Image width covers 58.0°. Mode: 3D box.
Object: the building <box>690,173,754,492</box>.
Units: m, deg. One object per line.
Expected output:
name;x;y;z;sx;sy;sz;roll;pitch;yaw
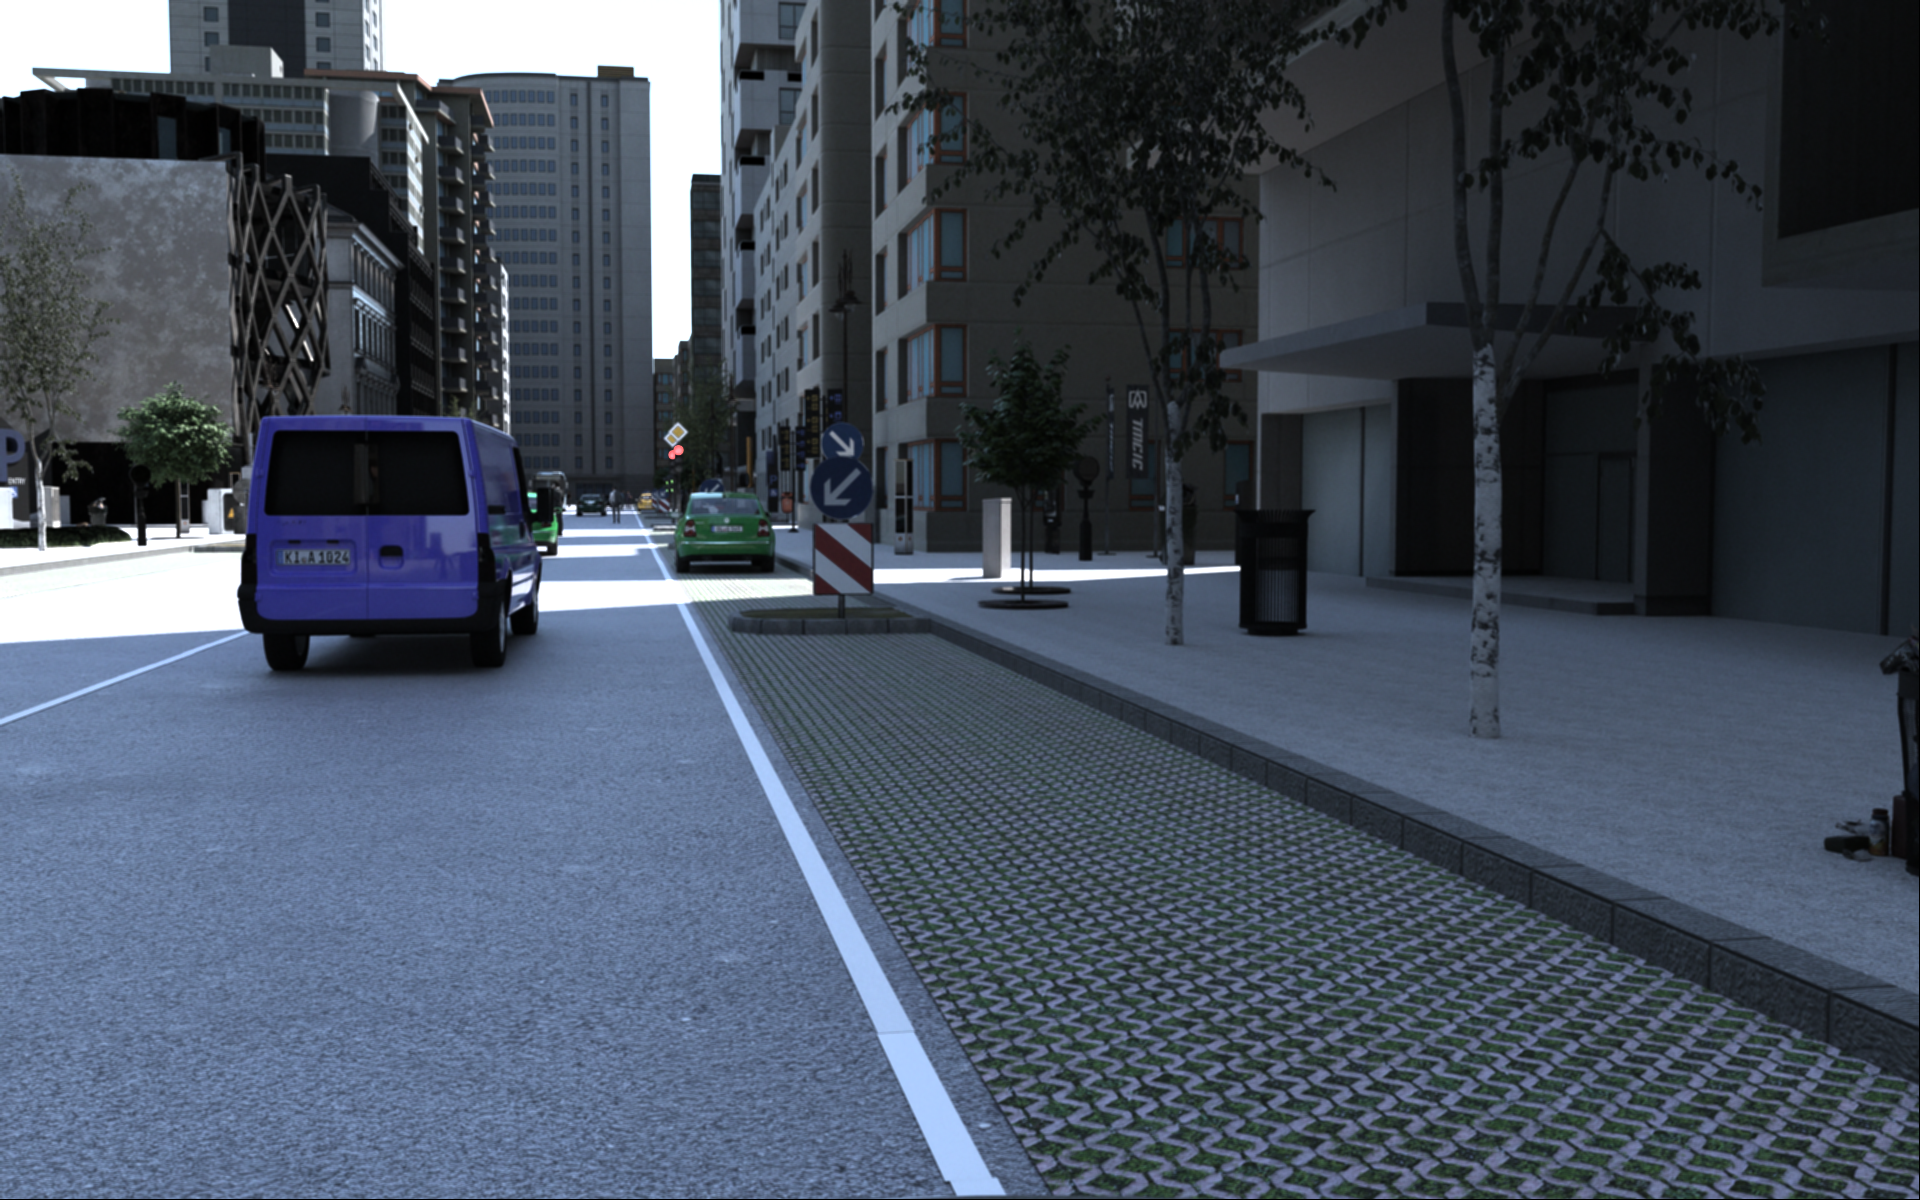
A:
building;-17.791;-23.730;159.686;14.160;30.474;14.107;-1;4;-11

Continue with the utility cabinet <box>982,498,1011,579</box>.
utility cabinet;0.565;-0.954;26.759;0.306;1.237;1.020;1;4;10

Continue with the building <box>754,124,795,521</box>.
building;4.264;-15.283;94.914;28.899;21.520;27.650;-1;4;-11

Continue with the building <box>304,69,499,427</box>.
building;-60.570;-32.243;181.797;22.147;44.769;28.867;-1;4;-11

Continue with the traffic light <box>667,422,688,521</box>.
traffic light;-10.969;-4.799;67.391;0.839;4.253;0.868;-1;4;-11

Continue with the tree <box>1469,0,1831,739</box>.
tree;2.891;-3.567;8.690;4.360;8.622;3.978;0;3;0

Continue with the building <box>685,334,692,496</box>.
building;-14.083;-20.642;182.531;27.650;21.520;28.899;-1;4;-11

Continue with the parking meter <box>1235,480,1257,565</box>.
parking meter;5.177;-1.404;31.374;0.372;1.533;0.369;0;3;0

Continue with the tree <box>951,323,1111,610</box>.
tree;0.661;-1.539;19.769;1.663;3.219;1.824;0;3;0

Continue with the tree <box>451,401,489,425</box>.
tree;-38.740;-11.394;136.660;4.360;8.622;3.978;0;3;0

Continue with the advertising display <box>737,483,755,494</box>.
advertising display;-12.105;-5.672;97.945;0.974;1.923;0.123;0;4;1

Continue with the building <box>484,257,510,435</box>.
building;-62.108;-26.832;210.402;14.107;30.474;14.160;-1;4;-11

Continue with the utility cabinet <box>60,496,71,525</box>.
utility cabinet;-37.597;-3.723;72.033;1.020;1.237;0.306;-2;4;-34

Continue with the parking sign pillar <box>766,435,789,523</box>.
parking sign pillar;-8.426;-5.468;77.867;1.447;3.967;1.447;-1;4;-10

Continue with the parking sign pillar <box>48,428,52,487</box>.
parking sign pillar;-37.692;-5.014;70.445;1.447;3.967;1.447;-3;5;-40

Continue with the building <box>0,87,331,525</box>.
building;-38.457;-13.024;80.393;16.820;18.784;16.811;-1;4;-11

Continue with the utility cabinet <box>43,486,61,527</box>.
utility cabinet;-26.070;-2.508;49.680;0.318;1.500;1.173;-1;4;-18

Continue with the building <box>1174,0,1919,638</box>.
building;18.208;-26.215;17.847;28.713;52.752;27.495;-1;4;-11

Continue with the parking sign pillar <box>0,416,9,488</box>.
parking sign pillar;-28.514;-3.874;51.804;1.447;3.967;1.447;1;4;12

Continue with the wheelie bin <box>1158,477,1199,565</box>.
wheelie bin;3.964;-1.434;31.358;0.693;1.594;0.980;0;4;-3

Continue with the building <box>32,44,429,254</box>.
building;-61.323;-28.309;154.725;32.217;40.220;23.993;-1;4;-11

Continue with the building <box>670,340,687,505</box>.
building;-20.572;-22.397;211.226;27.650;21.520;28.899;-1;4;-11

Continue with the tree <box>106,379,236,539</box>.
tree;-22.591;-4.037;49.712;4.285;4.588;4.351;0;3;0

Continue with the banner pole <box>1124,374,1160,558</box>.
banner pole;3.735;-2.748;34.940;0.863;3.779;0.401;-1;4;-8

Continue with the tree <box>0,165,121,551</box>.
tree;-20.556;-5.375;38.247;4.360;8.622;3.978;0;3;0

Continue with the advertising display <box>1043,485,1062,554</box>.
advertising display;1.987;-1.959;37.236;0.123;1.923;0.974;-1;4;-14

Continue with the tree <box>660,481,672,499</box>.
tree;-30.604;-11.495;182.551;1.663;3.219;1.824;0;3;0

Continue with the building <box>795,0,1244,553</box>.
building;10.111;-12.783;54.036;27.650;21.520;28.899;-1;4;-11

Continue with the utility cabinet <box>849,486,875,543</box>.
utility cabinet;-2.578;-2.236;45.233;0.318;1.500;1.173;-2;4;-25

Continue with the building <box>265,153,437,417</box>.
building;-43.953;-17.837;121.319;12.332;23.373;15.834;-1;4;-11

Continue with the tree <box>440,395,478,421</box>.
tree;-36.836;-10.885;128.339;4.737;8.622;4.395;0;3;0

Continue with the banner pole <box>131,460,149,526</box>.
banner pole;-33.520;-4.939;70.776;0.401;3.779;0.863;2;4;27

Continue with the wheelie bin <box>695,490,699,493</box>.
wheelie bin;-18.898;-7.166;125.065;0.693;1.594;0.980;0;4;8

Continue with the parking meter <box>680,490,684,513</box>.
parking meter;-19.343;-6.828;120.050;0.372;1.533;0.369;0;3;0

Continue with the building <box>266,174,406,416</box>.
building;-39.982;-14.663;104.364;10.561;19.102;19.286;-1;4;-11

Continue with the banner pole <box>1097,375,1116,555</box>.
banner pole;3.130;-2.826;36.221;0.401;3.779;0.863;0;4;-7

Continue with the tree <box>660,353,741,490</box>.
tree;-13.168;-8.496;89.266;4.737;8.622;4.395;0;3;0

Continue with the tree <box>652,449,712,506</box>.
tree;-19.055;-8.482;122.399;4.285;4.588;4.351;0;3;0

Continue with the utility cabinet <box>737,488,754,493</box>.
utility cabinet;-7.349;-3.091;59.221;0.318;1.500;1.173;0;4;7

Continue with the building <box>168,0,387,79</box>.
building;-78.510;-46.746;202.549;20.611;71.187;20.563;-1;4;-11

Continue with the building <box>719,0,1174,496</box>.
building;-2.936;-32.702;123.916;28.713;52.752;27.495;-1;4;-11

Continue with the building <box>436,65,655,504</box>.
building;-56.956;-42.678;239.780;28.212;58.520;21.231;-1;4;-11

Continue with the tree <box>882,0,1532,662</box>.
tree;1.614;-3.917;14.399;4.360;8.622;3.978;0;3;0

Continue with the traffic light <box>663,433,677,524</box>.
traffic light;-12.484;-5.279;75.232;0.839;4.253;0.868;-1;4;-11

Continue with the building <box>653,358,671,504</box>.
building;-29.305;-24.720;249.208;28.899;21.520;27.650;-1;4;-11
